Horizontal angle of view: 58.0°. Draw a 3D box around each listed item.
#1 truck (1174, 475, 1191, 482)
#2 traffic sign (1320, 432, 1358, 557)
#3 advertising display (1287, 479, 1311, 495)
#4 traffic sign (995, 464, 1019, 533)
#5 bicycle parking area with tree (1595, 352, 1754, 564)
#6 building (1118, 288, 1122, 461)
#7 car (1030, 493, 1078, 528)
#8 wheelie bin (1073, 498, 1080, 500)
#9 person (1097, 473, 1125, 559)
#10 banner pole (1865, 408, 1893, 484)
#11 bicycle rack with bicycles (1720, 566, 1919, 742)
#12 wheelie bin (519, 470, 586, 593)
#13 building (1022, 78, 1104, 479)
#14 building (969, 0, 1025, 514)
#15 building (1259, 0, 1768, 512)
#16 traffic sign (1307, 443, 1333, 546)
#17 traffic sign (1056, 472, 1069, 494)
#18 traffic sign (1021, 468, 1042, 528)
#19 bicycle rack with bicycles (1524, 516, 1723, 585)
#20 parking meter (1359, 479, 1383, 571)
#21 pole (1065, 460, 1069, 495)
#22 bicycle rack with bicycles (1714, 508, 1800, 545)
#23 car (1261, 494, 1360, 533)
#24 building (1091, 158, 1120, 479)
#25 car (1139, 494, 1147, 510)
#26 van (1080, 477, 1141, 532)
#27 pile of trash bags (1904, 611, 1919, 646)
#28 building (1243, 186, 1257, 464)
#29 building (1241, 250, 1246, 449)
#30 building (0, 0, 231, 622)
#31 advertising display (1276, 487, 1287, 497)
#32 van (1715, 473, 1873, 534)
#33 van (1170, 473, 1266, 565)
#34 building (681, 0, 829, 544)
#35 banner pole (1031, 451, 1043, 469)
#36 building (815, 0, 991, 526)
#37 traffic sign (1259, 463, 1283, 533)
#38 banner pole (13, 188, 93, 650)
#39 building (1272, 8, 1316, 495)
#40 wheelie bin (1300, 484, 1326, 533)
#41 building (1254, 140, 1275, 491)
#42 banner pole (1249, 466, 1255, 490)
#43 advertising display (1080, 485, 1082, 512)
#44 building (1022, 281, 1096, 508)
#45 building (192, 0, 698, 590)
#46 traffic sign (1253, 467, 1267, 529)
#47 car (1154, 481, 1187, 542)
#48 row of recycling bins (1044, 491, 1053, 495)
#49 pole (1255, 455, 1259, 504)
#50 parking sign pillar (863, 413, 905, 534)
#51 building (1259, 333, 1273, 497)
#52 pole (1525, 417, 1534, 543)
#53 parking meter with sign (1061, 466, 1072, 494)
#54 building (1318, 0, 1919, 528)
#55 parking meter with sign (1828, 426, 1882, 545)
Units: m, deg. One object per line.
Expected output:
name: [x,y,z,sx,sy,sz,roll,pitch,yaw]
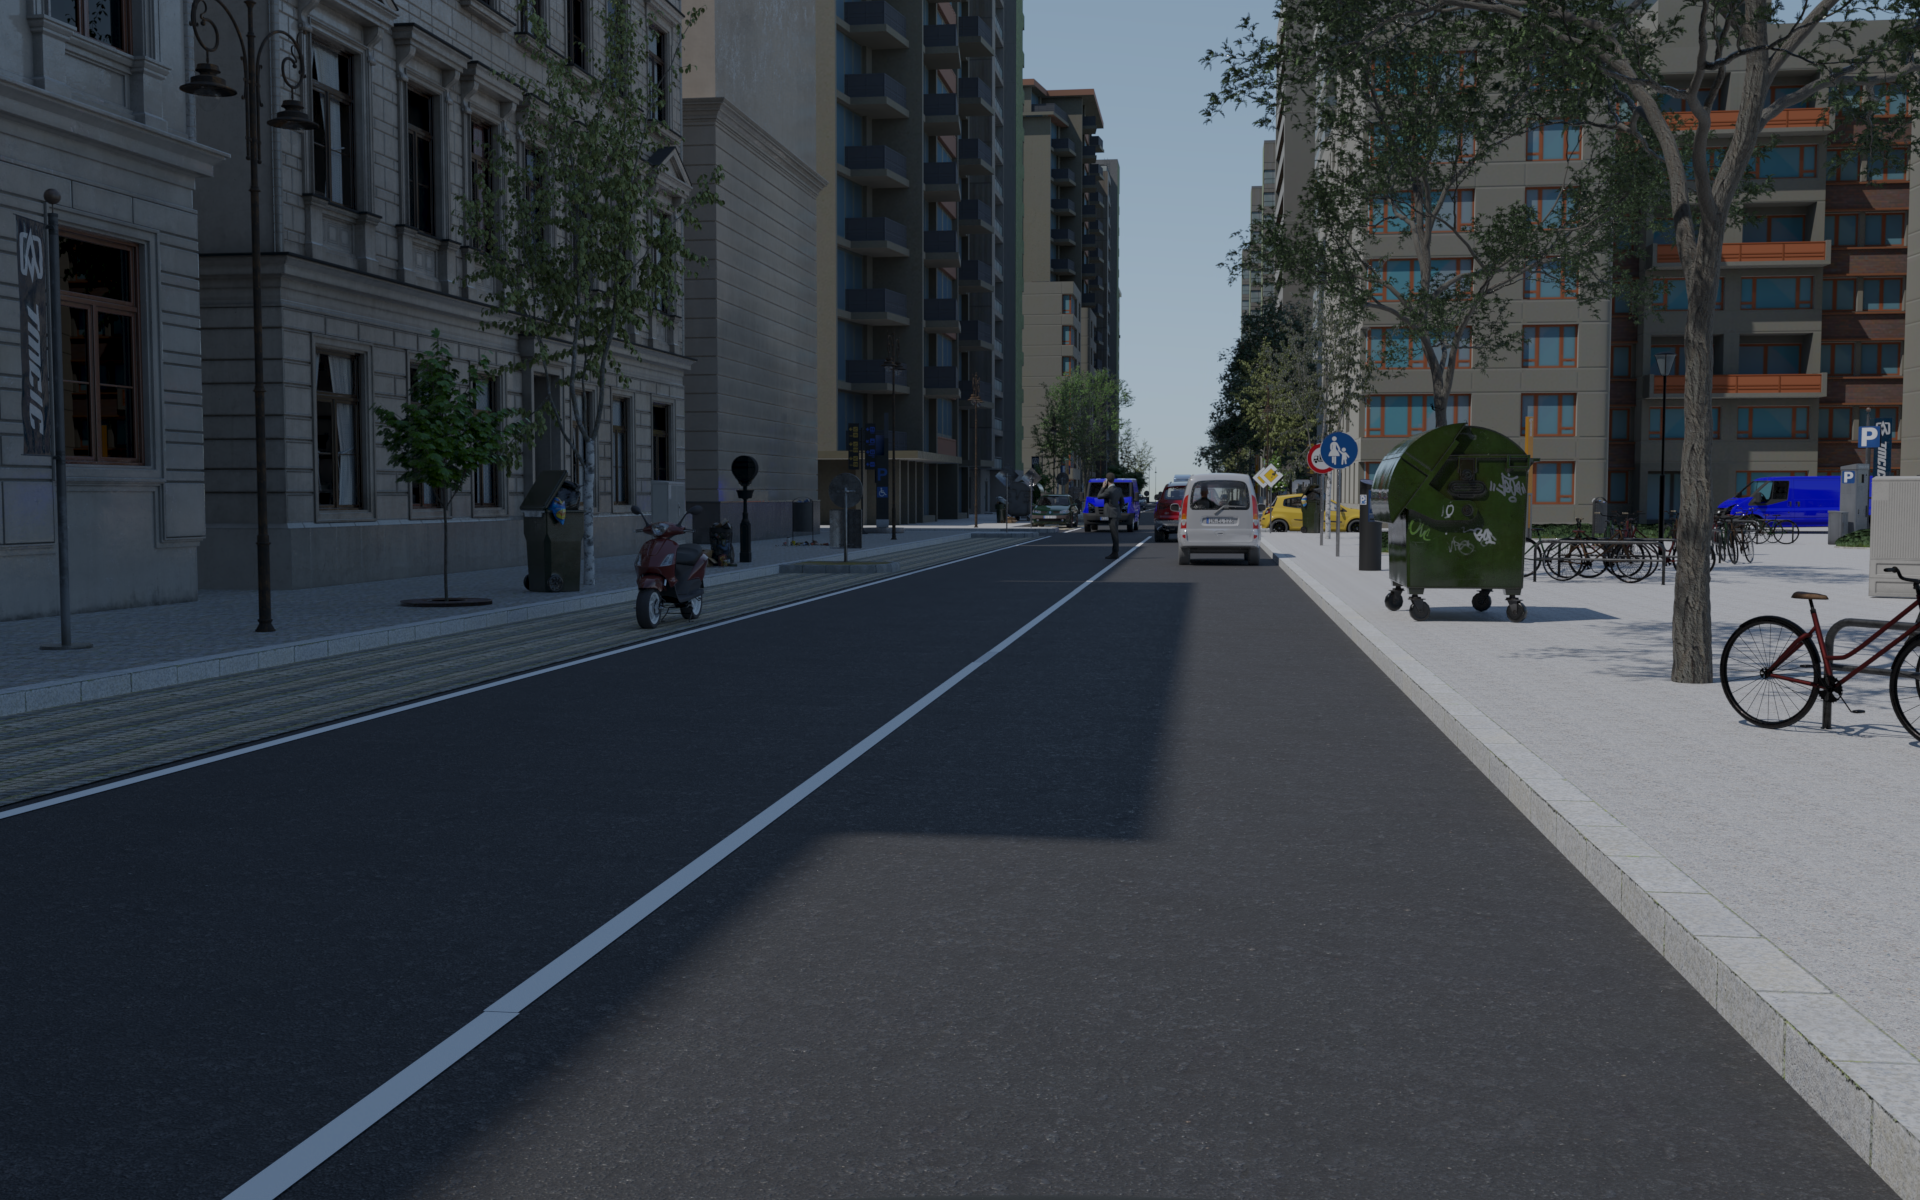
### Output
truck: [31.438,-15.552,244.031,2.967,4.110,18.799,0,4,8]
traffic sign: [7.742,-2.160,35.429,0.768,2.556,0.104,1,4,18]
advertising display: [14.404,-4.166,73.332,0.974,1.923,0.123,-1,4,-23]
traffic sign: [1.562,-3.302,57.628,0.795,2.450,0.064,1,4,8]
bicycle parking area with tree: [16.786,-2.898,34.389,8.231,4.147,9.016,2,4,33]
building: [13.900,-36.490,288.490,32.217,40.220,23.993,1,4,8]
car: [4.048,-3.914,73.784,2.009,1.686,4.222,1,4,9]
wheelie bin: [8.481,-7.314,127.492,0.693,1.594,0.980,1,4,8]
person: [3.328,-1.863,38.327,0.474,1.900,0.648,2,4,28]
banner pole: [26.476,-3.674,50.090,0.863,3.779,0.401,2,4,31]
bicycle rack with bicycles: [5.842,0.281,8.796,2.852,0.926,2.925,-1,4,-23]
wheelie bin: [-5.360,-0.914,22.846,0.693,1.594,0.980,-3,5,-44]
building: [3.877,-32.479,185.656,22.147,44.769,28.867,1,4,8]
building: [-3.529,-26.245,112.702,14.154,41.232,14.086,1,4,8]
building: [37.491,-26.206,120.345,32.217,40.220,23.993,1,4,8]
traffic sign: [9.011,-2.629,43.097,0.768,2.556,0.104,1,4,9]
traffic sign: [5.976,-6.176,101.086,0.768,2.556,0.104,1,4,12]
traffic sign: [2.697,-3.785,65.532,0.795,2.450,0.064,1,4,8]
bicycle rack with bicycles: [9.513,-0.757,25.757,2.925,0.926,2.852,2,4,31]
parking meter: [6.872,-1.258,28.985,0.372,1.533,0.369,0,3,0]
pole: [6.392,-6.707,103.507,0.158,3.312,0.155,0,3,0]
bicycle rack with bicycles: [20.447,-1.937,45.058,2.852,0.926,2.925,-2,4,-35]
car: [12.294,-2.992,59.141,3.980,1.641,2.015,1,4,9]
building: [11.560,-31.978,206.426,14.154,41.232,14.086,1,4,8]
car: [15.819,-8.776,155.489,2.014,1.417,4.499,0,4,6]
van: [5.896,-3.833,67.051,2.240,2.365,5.245,1,4,9]
pile of trash bags: [9.846,-0.304,14.728,3.447,1.369,1.912,-2,4,-28]
building: [45.600,-33.476,230.921,14.154,41.232,14.086,1,4,8]
building: [53.695,-36.961,287.900,14.154,41.232,14.086,1,4,8]
building: [-15.401,-10.701,11.117,11.583,22.565,21.152,1,4,8]
advertising display: [17.078,-5.302,91.908,0.123,1.923,0.974,3,5,41]
van: [28.449,-3.326,58.765,5.245,2.365,2.240,0,4,7]
van: [5.415,-1.791,36.295,2.013,2.044,4.112,0,4,8]
building: [-17.263,-15.499,50.668,25.104,27.353,12.463,1,4,8]
banner pole: [4.548,-6.774,100.766,0.863,3.779,0.401,0,4,8]
building: [-10.219,-26.221,83.344,22.147,44.769,28.867,1,4,8]
traffic sign: [10.116,-3.226,56.384,0.795,2.450,0.064,1,4,8]
banner pole: [-7.426,-1.471,14.071,0.401,3.779,0.863,0,4,-3]
building: [39.199,-32.450,154.259,21.300,48.544,21.600,1,4,8]
wheelie bin: [11.588,-2.984,56.692,0.693,1.594,0.980,3,5,43]
building: [42.140,-31.705,201.974,14.154,41.232,14.086,1,4,8]
banner pole: [21.265,-8.321,126.065,0.863,3.779,0.401,1,4,9]
advertising display: [8.995,-7.488,127.646,0.123,1.923,0.974,1,4,11]
building: [-2.424,-19.095,157.237,27.650,21.520,28.899,1,4,8]
building: [-12.283,-10.246,32.157,10.561,19.102,19.286,1,4,8]
traffic sign: [11.251,-3.709,64.289,0.795,2.450,0.064,1,4,8]
car: [7.089,-2.734,53.369,2.281,1.827,5.304,1,4,9]
row of recycling bins: [5.532,-7.798,134.607,3.534,1.692,1.069,1,4,18]
pole: [15.455,-5.889,90.135,0.158,3.312,0.155,0,3,0]
parking sign pillar: [-2.549,-4.181,56.835,1.447,3.967,1.447,0,4,-2]
building: [45.226,-20.515,180.464,27.650,21.520,28.899,1,4,8]
pole: [14.992,-3.170,45.680,0.158,3.312,0.155,0,3,0]
parking meter with sign: [6.487,-6.646,104.926,0.543,3.016,1.738,0,4,-3]
building: [31.223,-14.113,75.792,28.899,21.520,27.650,1,4,8]
parking meter with sign: [22.727,-2.924,44.067,1.738,3.016,0.543,-3,4,-38]
